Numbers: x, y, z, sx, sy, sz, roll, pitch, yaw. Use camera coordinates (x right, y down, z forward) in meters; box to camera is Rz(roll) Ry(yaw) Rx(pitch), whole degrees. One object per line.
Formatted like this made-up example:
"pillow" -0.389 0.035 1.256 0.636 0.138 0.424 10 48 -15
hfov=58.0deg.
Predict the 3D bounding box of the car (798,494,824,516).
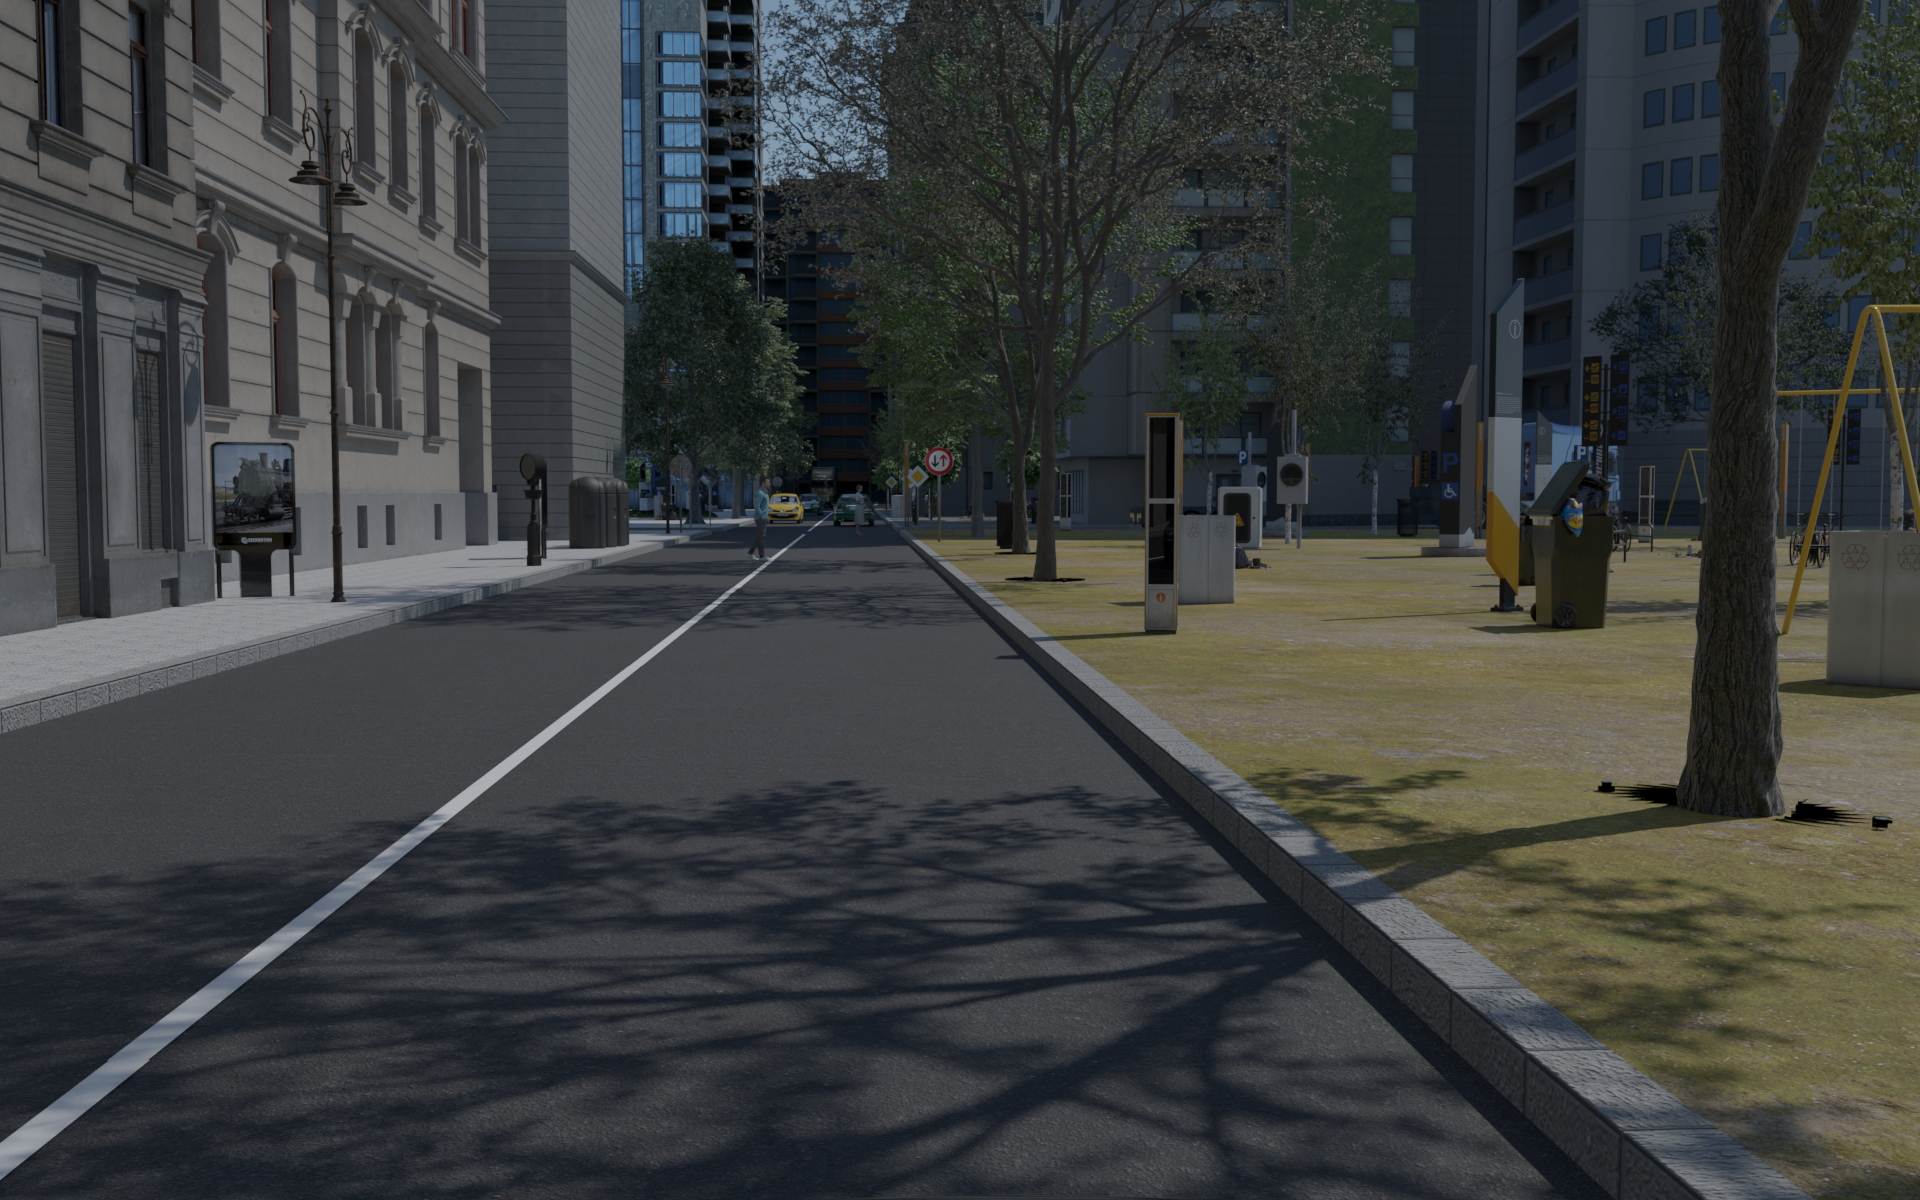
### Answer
"car" -10.082 -6.332 115.326 2.131 1.459 4.920 0 4 -2

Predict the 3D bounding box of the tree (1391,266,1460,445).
"tree" 13.406 -6.398 54.963 4.360 8.622 3.978 0 3 0

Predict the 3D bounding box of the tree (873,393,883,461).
"tree" -2.504 -8.928 96.341 4.737 8.622 4.395 0 3 0

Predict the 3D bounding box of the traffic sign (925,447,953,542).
"traffic sign" -0.559 -2.840 46.532 0.768 2.556 0.104 0 4 -2

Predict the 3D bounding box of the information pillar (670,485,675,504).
"information pillar" -22.519 -8.033 135.830 0.304 2.012 0.304 -1 4 -21

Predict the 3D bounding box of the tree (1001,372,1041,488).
"tree" 4.640 -9.003 97.559 4.360 8.622 3.978 0 3 0

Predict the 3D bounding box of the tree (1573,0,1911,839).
"tree" 3.319 -4.950 6.684 9.928 11.665 9.643 0 3 0

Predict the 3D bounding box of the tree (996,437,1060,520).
"tree" 3.206 -6.279 86.367 4.285 4.588 4.351 0 3 0

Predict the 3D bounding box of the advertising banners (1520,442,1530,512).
"advertising banners" 18.911 -3.825 58.729 0.090 3.025 2.074 0 4 -3

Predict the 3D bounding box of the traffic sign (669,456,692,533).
"traffic sign" -9.257 -3.503 57.387 0.768 2.556 0.104 0 4 5

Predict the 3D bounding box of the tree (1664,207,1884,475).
"tree" 18.868 -5.595 41.841 4.360 8.622 3.978 0 3 0

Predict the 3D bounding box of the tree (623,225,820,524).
"tree" -11.506 -9.602 74.005 9.611 12.733 9.660 0 3 0

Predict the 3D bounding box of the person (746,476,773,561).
"person" -4.334 -1.764 37.360 0.620 1.820 0.660 0 4 -2

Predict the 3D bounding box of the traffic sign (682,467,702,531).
"traffic sign" -9.300 -3.435 59.802 0.795 2.450 0.064 0 4 -3

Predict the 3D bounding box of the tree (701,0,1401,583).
"tree" 1.376 -7.027 25.257 12.009 13.543 11.850 0 3 0

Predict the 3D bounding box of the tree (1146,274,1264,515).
"tree" 8.376 -6.607 58.389 4.737 8.622 4.395 0 3 0

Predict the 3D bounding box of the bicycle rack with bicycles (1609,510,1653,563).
"bicycle rack with bicycles" 11.067 -1.142 32.060 2.852 0.926 2.925 2 4 31

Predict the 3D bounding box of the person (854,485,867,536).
"person" -3.403 -3.108 59.892 0.524 1.755 0.480 1 4 18

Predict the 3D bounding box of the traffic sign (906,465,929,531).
"traffic sign" -1.468 -3.462 60.248 0.795 2.450 0.064 0 4 -3

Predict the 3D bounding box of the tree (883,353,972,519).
"tree" -1.280 -8.423 88.080 4.737 8.622 4.395 0 3 0

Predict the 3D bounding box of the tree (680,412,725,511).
"tree" -17.131 -10.190 116.973 4.737 8.622 4.395 0 3 0

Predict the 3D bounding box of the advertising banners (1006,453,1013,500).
"advertising banners" 2.312 -4.785 74.419 0.090 3.025 2.074 1 4 20

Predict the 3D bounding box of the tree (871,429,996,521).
"tree" -1.328 -6.029 82.293 4.285 4.588 4.351 0 3 0

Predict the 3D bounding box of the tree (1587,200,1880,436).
"tree" 24.428 -7.333 54.308 8.767 10.594 7.601 0 3 0

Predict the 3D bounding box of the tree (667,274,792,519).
"tree" -11.697 -10.490 89.633 7.486 12.596 7.792 0 3 0

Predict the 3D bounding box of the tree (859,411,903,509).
"tree" -6.569 -12.333 152.008 4.360 8.622 3.978 0 3 0

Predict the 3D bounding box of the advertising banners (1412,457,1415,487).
"advertising banners" 21.768 -5.187 80.998 2.074 3.025 0.090 1 4 15

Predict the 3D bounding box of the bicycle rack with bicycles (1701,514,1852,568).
"bicycle rack with bicycles" 14.955 -1.112 31.559 2.852 0.926 2.925 3 5 44

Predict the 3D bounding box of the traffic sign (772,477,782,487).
"traffic sign" -13.439 -7.785 127.384 0.768 2.556 0.104 0 4 6

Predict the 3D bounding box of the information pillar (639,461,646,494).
"information pillar" -22.356 -7.993 122.035 0.183 3.616 0.504 3 5 44

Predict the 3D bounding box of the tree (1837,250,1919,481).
"tree" 24.452 -5.596 41.860 4.360 8.622 3.978 0 3 0

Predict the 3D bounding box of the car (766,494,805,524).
"car" -8.538 -4.532 84.325 2.015 1.641 3.980 0 4 -3

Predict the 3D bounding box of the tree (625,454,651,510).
"tree" -26.313 -9.570 140.181 4.285 4.588 4.351 0 3 0

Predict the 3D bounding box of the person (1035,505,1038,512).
"person" 3.225 -3.495 66.226 0.593 1.750 0.643 2 4 35

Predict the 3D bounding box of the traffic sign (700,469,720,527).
"traffic sign" -9.777 -3.922 67.773 0.795 2.450 0.064 0 4 -3

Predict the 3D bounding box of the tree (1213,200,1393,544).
"tree" 8.678 -5.744 44.271 4.360 8.622 3.978 0 3 0

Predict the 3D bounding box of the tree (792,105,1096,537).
"tree" 0.103 -8.149 51.358 7.486 12.596 7.792 0 3 0

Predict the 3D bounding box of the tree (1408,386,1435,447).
"tree" 20.764 -8.238 85.049 4.737 8.622 4.395 0 3 0

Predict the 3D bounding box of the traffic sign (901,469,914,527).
"traffic sign" -1.945 -3.950 68.219 0.795 2.450 0.064 0 4 -3

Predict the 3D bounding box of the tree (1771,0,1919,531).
"tree" 11.591 -4.320 20.997 4.737 8.622 4.395 0 3 0

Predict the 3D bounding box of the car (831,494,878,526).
"car" -4.764 -4.059 78.160 2.131 1.459 4.920 0 4 -2
